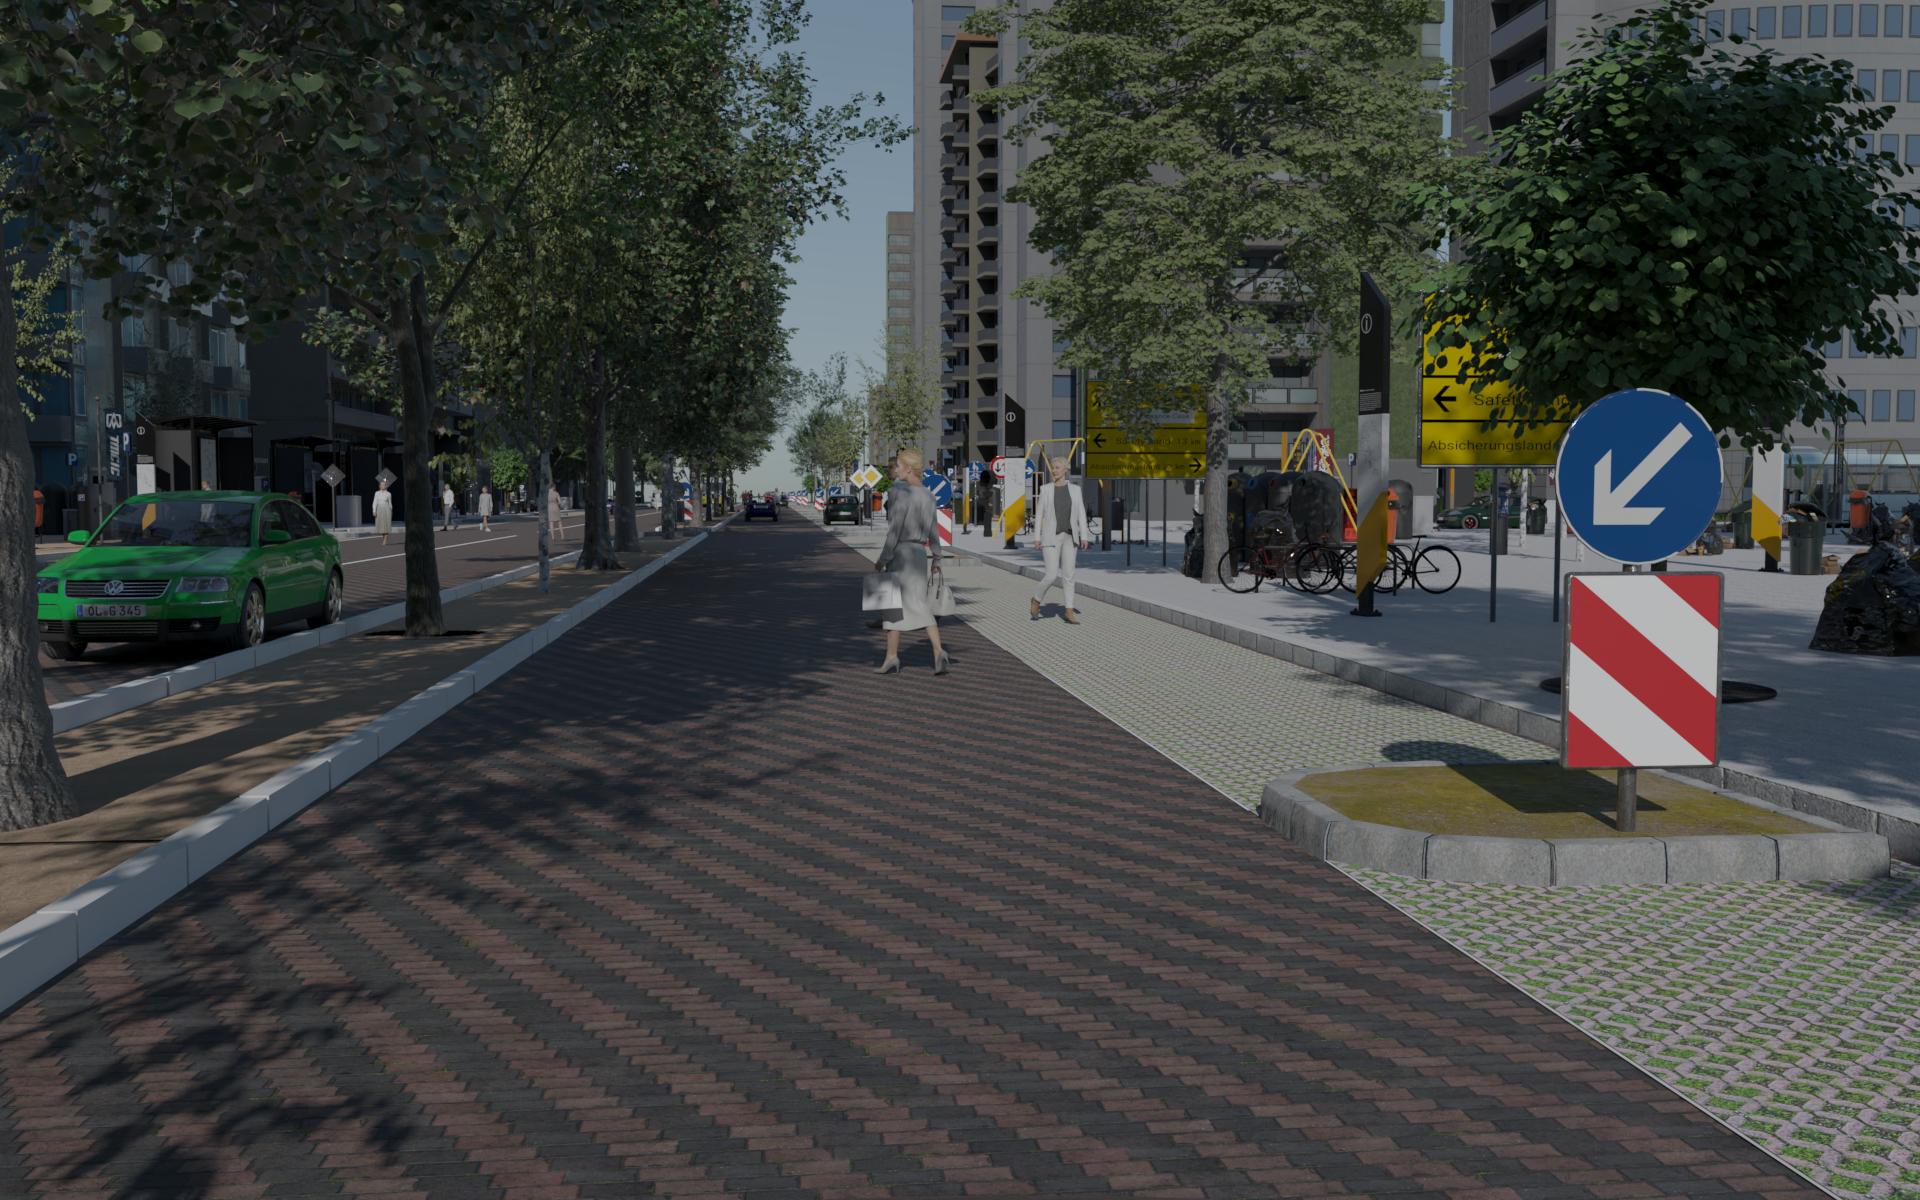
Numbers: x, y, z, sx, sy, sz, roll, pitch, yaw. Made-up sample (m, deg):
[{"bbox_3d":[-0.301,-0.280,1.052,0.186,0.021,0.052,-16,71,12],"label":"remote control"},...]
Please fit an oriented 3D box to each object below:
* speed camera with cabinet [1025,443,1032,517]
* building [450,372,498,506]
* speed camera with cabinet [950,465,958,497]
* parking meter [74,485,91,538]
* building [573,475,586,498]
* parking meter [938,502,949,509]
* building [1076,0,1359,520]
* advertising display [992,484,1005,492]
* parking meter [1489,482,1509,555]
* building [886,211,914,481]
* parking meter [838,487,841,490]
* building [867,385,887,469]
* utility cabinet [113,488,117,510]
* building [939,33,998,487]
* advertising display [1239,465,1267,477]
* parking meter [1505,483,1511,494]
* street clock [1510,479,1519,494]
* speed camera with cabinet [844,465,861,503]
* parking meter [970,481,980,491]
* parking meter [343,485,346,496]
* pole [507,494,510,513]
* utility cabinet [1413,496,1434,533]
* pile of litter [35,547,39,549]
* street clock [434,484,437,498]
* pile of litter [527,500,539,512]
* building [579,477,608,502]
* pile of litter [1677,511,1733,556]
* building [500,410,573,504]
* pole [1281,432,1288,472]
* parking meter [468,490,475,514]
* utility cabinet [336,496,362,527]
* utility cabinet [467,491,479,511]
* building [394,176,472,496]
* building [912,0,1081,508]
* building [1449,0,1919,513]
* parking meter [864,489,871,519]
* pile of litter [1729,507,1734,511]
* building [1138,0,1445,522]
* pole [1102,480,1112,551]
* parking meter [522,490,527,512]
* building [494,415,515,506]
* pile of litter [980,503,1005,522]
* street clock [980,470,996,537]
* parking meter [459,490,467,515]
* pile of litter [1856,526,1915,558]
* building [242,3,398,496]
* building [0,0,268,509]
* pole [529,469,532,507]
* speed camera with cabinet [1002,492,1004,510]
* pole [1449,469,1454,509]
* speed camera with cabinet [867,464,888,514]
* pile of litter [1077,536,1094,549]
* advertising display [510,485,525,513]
[{"bbox_3d":[3.168,-4.477,67.528,2.038,3.252,0.660,-2,4,-27],"label":"speed camera with cabinet"},{"bbox_3d":[-54.326,-31.911,171.847,14.600,45.320,14.200,0,4,-6],"label":"building"},{"bbox_3d":[-0.450,-7.715,120.472,0.660,3.252,2.038,0,4,3],"label":"speed camera with cabinet"},{"bbox_3d":[-23.875,-2.368,47.121,0.372,1.533,0.369,0,3,0],"label":"parking meter"},{"bbox_3d":[-69.034,-39.143,259.589,23.786,49.044,30.456,0,4,-6],"label":"building"},{"bbox_3d":[-0.667,-3.832,71.068,0.372,1.533,0.369,0,3,0],"label":"parking meter"},{"bbox_3d":[13.766,-25.524,100.904,14.154,41.232,14.086,0,4,-6],"label":"building"},{"bbox_3d":[2.602,-6.588,112.923,0.974,1.923,0.123,0,4,1],"label":"advertising display"},{"bbox_3d":[11.337,-1.713,36.423,0.372,1.533,0.369,0,3,0],"label":"parking meter"},{"bbox_3d":[-3.857,-34.802,252.604,14.154,41.232,14.086,0,4,-6],"label":"building"},{"bbox_3d":[-9.675,-8.160,139.133,0.255,1.863,0.399,0,4,-8],"label":"parking meter"},{"bbox_3d":[-0.901,-27.177,289.389,27.650,21.520,28.899,0,4,-6],"label":"building"},{"bbox_3d":[-31.799,-3.435,64.848,0.318,1.500,1.173,-2,4,-30],"label":"utility cabinet"},{"bbox_3d":[9.538,-31.263,165.774,22.147,44.769,28.867,0,4,-6],"label":"building"},{"bbox_3d":[6.588,-2.067,39.005,0.123,1.923,0.974,3,5,43],"label":"advertising display"},{"bbox_3d":[27.622,-5.004,87.523,0.255,1.863,0.399,-1,4,-19],"label":"parking meter"},{"bbox_3d":[27.483,-4.976,85.930,0.471,2.002,0.358,-3,5,-43],"label":"street clock"},{"bbox_3d":[-7.459,-7.610,118.759,0.660,3.252,2.038,0,4,5],"label":"speed camera with cabinet"},{"bbox_3d":[0.748,-5.334,92.919,0.399,1.863,0.255,-1,4,-15],"label":"parking meter"},{"bbox_3d":[-39.753,-6.519,112.299,0.255,1.863,0.399,2,4,33],"label":"parking meter"},{"bbox_3d":[-30.120,-7.439,115.469,0.158,3.312,0.155,0,3,0],"label":"pole"},{"bbox_3d":[15.099,-2.791,56.795,1.020,1.237,0.306,-3,5,-40],"label":"utility cabinet"},{"bbox_3d":[-22.111,-1.579,39.774,1.719,0.858,1.176,-2,4,-33],"label":"pile of litter"},{"bbox_3d":[-38.065,-7.393,125.442,0.358,2.002,0.471,-2,4,-23],"label":"street clock"},{"bbox_3d":[-30.651,-6.707,123.626,1.719,0.858,1.176,-1,4,-11],"label":"pile of litter"},{"bbox_3d":[-65.393,-36.638,282.620,14.154,41.232,14.086,0,4,-6],"label":"building"},{"bbox_3d":[15.429,-1.376,36.464,1.719,0.858,1.176,-2,4,-34],"label":"pile of litter"},{"bbox_3d":[-61.455,-33.927,238.292,14.154,41.232,14.086,0,4,-6],"label":"building"},{"bbox_3d":[10.719,-3.879,57.266,0.158,3.312,0.155,0,3,0],"label":"pole"},{"bbox_3d":[-32.005,-6.427,113.490,0.372,1.533,0.369,0,3,0],"label":"parking meter"},{"bbox_3d":[-23.688,-3.412,66.956,1.020,1.237,0.306,0,4,6],"label":"utility cabinet"},{"bbox_3d":[-36.556,-7.465,130.723,1.173,1.500,0.318,-2,4,-31],"label":"utility cabinet"},{"bbox_3d":[-58.160,-34.314,150.270,28.713,52.752,27.495,0,4,-6],"label":"building"},{"bbox_3d":[5.288,-39.851,193.565,21.231,58.520,28.212,0,4,-6],"label":"building"},{"bbox_3d":[42.948,-33.606,91.462,28.212,58.520,21.231,0,4,-6],"label":"building"},{"bbox_3d":[-4.844,-5.042,90.848,0.372,1.533,0.369,0,3,0],"label":"parking meter"},{"bbox_3d":[26.000,-2.689,57.923,1.176,0.858,1.719,-3,5,-41],"label":"pile of litter"},{"bbox_3d":[14.405,-24.543,84.869,14.086,41.232,14.154,0,4,-6],"label":"building"},{"bbox_3d":[3.308,-2.762,39.000,0.158,3.312,0.155,0,3,0],"label":"pole"},{"bbox_3d":[-30.492,-6.900,121.224,0.372,1.533,0.369,0,3,0],"label":"parking meter"},{"bbox_3d":[-59.238,-45.856,187.998,20.563,71.187,20.611,0,4,-6],"label":"building"},{"bbox_3d":[1.415,-4.092,80.862,1.719,0.858,1.176,0,4,4],"label":"pile of litter"},{"bbox_3d":[0.830,-2.883,51.710,0.358,2.002,0.471,-3,5,-44],"label":"street clock"},{"bbox_3d":[-30.119,-6.064,104.862,0.399,1.863,0.255,1,4,11],"label":"parking meter"},{"bbox_3d":[18.821,-1.295,35.145,1.176,0.858,1.719,3,5,43],"label":"pile of litter"},{"bbox_3d":[-52.796,-30.400,120.747,21.300,48.544,21.600,0,4,-6],"label":"building"},{"bbox_3d":[-49.977,-28.579,86.872,23.786,49.044,30.456,0,4,-6],"label":"building"},{"bbox_3d":[-34.479,-8.879,139.008,0.158,3.312,0.155,0,3,0],"label":"pole"},{"bbox_3d":[3.307,-7.163,111.447,2.038,3.252,0.660,-3,5,-44],"label":"speed camera with cabinet"},{"bbox_3d":[20.646,-4.824,72.717,0.158,3.312,0.155,0,3,0],"label":"pole"},{"bbox_3d":[-5.363,-7.256,112.979,0.660,3.252,2.038,-2,4,-28],"label":"speed camera with cabinet"},{"bbox_3d":[2.661,-1.659,41.098,1.176,0.858,1.719,2,4,30],"label":"pile of litter"},{"bbox_3d":[-30.161,-6.896,117.961,0.974,1.923,0.123,-1,4,-15],"label":"advertising display"}]
